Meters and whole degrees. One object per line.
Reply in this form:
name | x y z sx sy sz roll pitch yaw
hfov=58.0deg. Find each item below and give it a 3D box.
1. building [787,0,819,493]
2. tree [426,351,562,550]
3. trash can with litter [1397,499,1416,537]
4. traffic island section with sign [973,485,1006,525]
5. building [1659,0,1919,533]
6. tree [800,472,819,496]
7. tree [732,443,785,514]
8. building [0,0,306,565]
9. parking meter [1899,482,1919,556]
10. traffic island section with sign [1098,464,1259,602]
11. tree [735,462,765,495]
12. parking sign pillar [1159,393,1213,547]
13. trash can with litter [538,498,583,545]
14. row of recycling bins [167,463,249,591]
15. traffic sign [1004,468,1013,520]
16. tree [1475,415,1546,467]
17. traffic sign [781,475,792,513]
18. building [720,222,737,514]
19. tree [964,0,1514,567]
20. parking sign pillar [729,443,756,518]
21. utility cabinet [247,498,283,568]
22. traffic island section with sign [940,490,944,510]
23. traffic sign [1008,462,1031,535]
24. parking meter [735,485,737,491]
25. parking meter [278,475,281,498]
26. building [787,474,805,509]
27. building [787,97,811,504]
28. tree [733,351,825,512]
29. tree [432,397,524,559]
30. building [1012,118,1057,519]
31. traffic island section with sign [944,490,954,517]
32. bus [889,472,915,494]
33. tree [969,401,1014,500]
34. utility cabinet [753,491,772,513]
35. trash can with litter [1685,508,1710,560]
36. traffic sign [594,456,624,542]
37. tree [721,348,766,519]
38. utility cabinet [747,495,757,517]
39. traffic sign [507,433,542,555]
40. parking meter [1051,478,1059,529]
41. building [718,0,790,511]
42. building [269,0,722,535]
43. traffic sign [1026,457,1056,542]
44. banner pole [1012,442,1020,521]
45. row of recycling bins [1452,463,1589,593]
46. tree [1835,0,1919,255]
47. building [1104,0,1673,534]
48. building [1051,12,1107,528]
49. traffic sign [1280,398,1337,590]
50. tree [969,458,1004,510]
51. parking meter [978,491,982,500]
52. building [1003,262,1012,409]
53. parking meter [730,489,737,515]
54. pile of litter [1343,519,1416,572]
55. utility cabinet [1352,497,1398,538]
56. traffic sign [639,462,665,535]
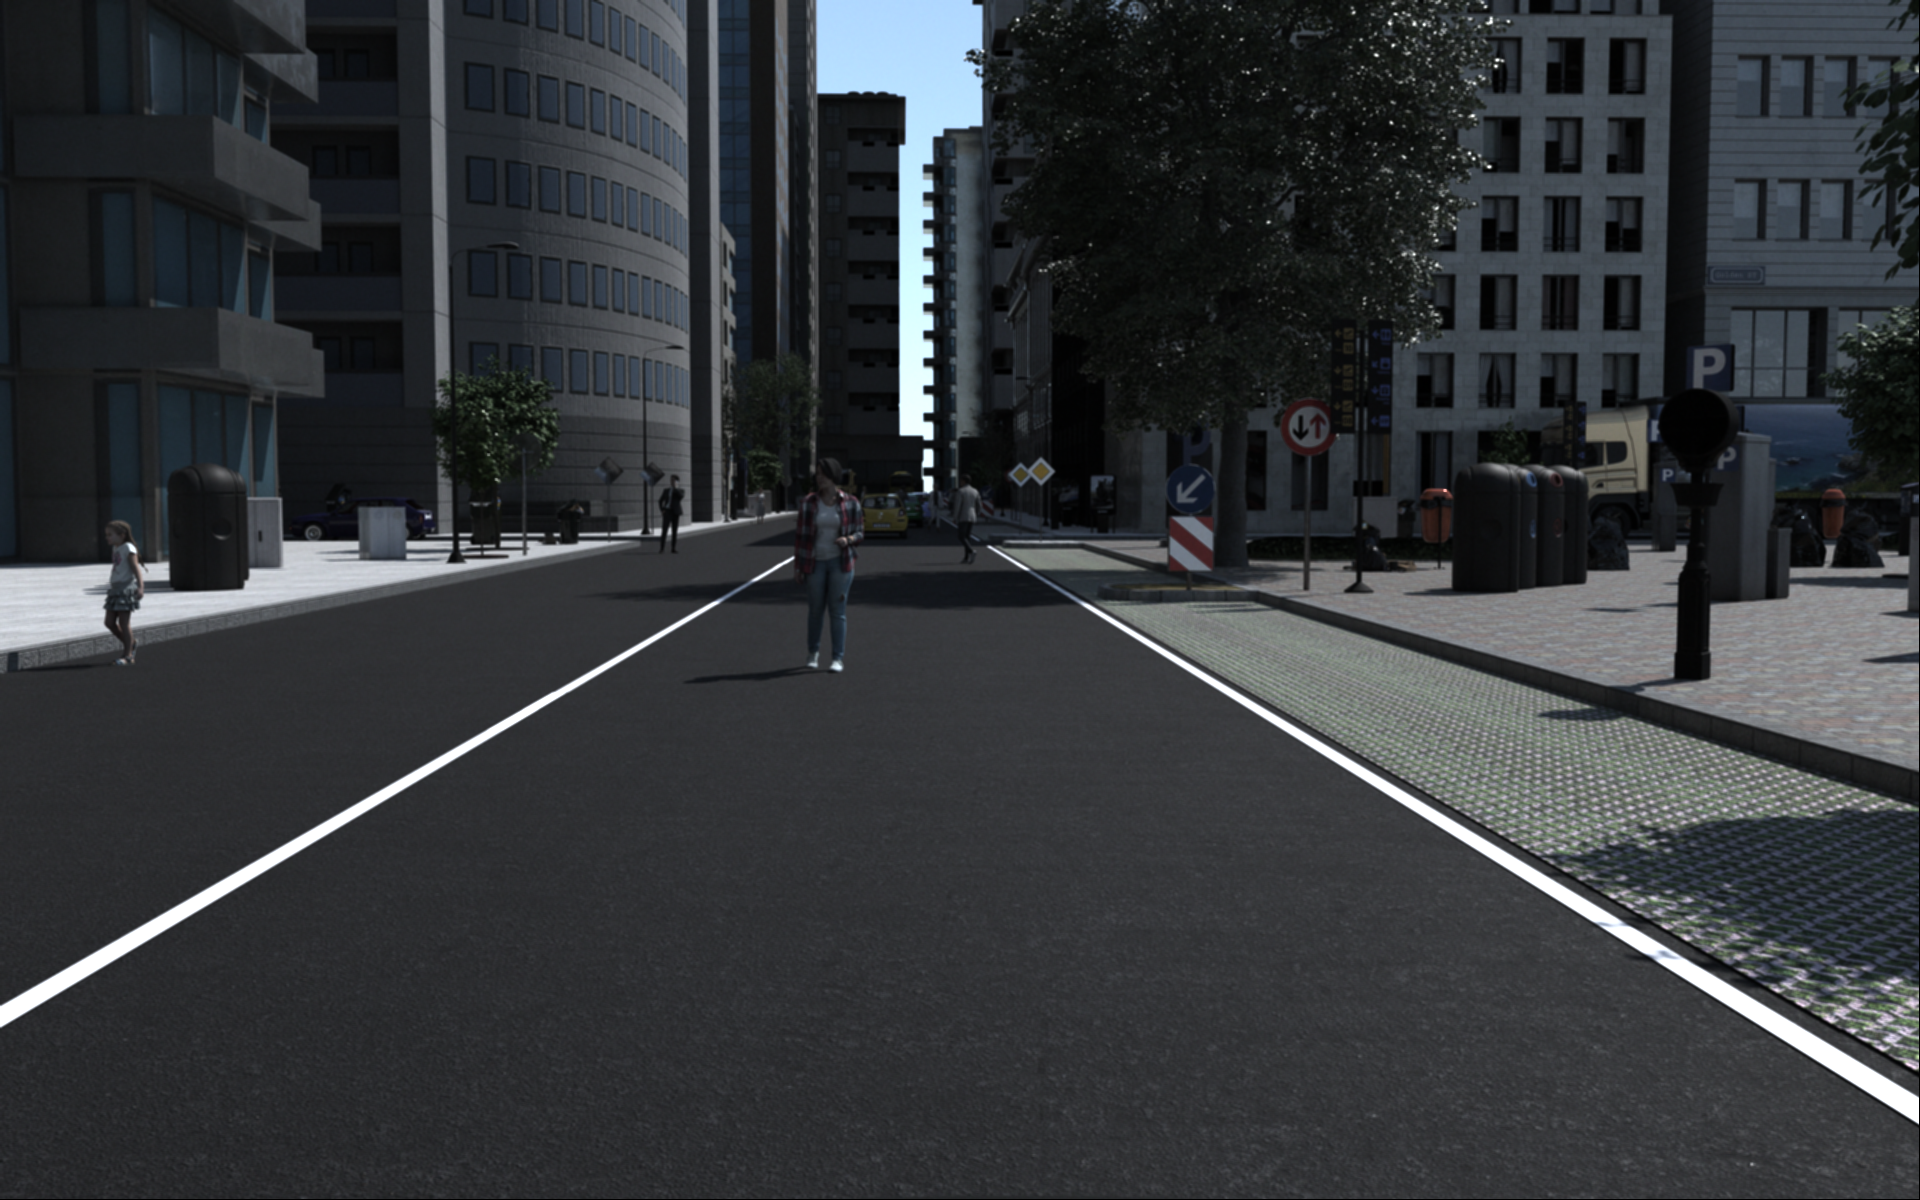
building | -26.560 -46.144 192.709 20.611 71.187 20.563 0 4 -2
tree | -10.689 -3.444 40.016 4.285 4.588 4.351 0 3 0
trash can with litter | 10.858 -1.945 43.193 0.624 1.170 1.055 -2 4 -28
traffic island section with sign | 1.092 -4.357 79.869 1.989 1.847 2.006 0 4 -2
building | 38.441 -17.335 60.925 29.804 29.767 11.434 0 4 -2
tree | -13.142 -9.555 150.830 1.663 3.219 1.824 0 3 0
tree | -12.916 -7.789 111.070 4.285 4.588 4.351 0 3 0
building | -28.848 -25.125 30.395 30.456 49.044 23.786 0 4 -2
parking meter | 19.832 -1.697 36.161 0.372 1.533 0.369 0 3 0
traffic island section with sign | 2.935 -0.928 23.807 1.989 1.847 2.006 0 4 -2
tree | -12.344 -6.578 102.153 1.663 3.219 1.824 0 3 0
parking sign pillar | 5.583 -3.279 42.085 1.447 3.967 1.447 -3 5 -45
trash can with litter | -10.172 -2.002 44.122 1.055 1.170 0.624 -2 4 -33
row of recycling bins | -10.599 -1.059 24.431 1.069 1.692 3.534 -1 4 -21
traffic sign | 2.570 -5.229 85.597 0.768 2.556 0.104 0 4 -2
tree | 13.385 -2.893 41.895 1.663 3.219 1.824 0 3 0
traffic sign | -11.772 -7.185 117.576 0.768 2.556 0.104 0 4 -1
building | -28.734 -15.842 104.055 27.650 21.520 28.899 0 4 -2
tree | 4.796 -7.573 30.481 9.857 13.997 8.962 0 3 0
parking sign pillar | -11.649 -6.372 92.662 1.447 3.967 1.447 0 4 1
utility cabinet | -12.331 -1.157 30.086 1.020 1.237 0.306 -1 4 -10
traffic island section with sign | -2.299 -10.676 183.178 1.989 1.847 2.006 0 4 -2
traffic sign | 1.900 -3.101 54.346 0.795 2.450 0.064 0 4 -2
parking meter | -13.728 -6.160 106.421 0.399 1.863 0.255 1 4 13
parking meter | -17.712 -2.380 44.629 0.399 1.863 0.255 -1 4 -12
building | -30.338 -28.290 154.422 32.217 40.220 23.993 0 4 -2
building | -22.436 -29.978 173.740 14.154 41.232 14.086 0 4 -2
tree | -13.300 -12.164 124.642 9.928 11.665 9.643 0 3 0
tree | -9.727 -2.450 34.665 1.663 3.219 1.824 0 3 0
building | 10.360 -15.387 93.376 13.314 21.916 24.055 0 4 -2
traffic island section with sign | 0.201 -6.020 107.062 1.989 1.847 2.006 0 4 -2
bus | -6.422 -12.206 191.114 2.896 3.916 12.252 0 4 -1
tree | 2.486 -11.336 135.702 4.360 8.622 3.978 0 3 0
utility cabinet | -13.091 -6.490 114.796 1.173 1.500 0.318 -2 4 -26
trash can with litter | 10.914 -0.856 25.382 0.624 1.170 1.055 1 4 18
traffic sign | -9.326 -2.591 46.009 0.795 2.450 0.064 0 4 -2
tree | -11.874 -8.396 87.629 4.360 8.622 3.978 0 3 0
utility cabinet | -12.056 -5.351 98.647 1.020 1.237 0.306 -3 5 -41
traffic sign | -9.120 -2.209 36.227 0.768 2.556 0.104 0 3 0
parking meter | 3.448 -3.495 62.855 0.255 1.863 0.399 1 4 12
building | -20.762 -29.674 135.286 14.600 45.320 14.200 0 4 -2
building | -21.394 -32.089 66.659 21.231 58.520 28.212 0 4 -2
traffic sign | 2.162 -2.613 46.365 0.795 2.450 0.064 0 4 -2
banner pole | 2.633 -5.724 83.612 0.401 3.779 0.863 1 4 18
row of recycling bins | 7.729 -1.028 23.915 1.069 1.692 3.534 3 4 38
tree | 5.666 -1.456 7.518 4.285 4.588 4.351 0 3 0
building | 14.045 -12.567 60.224 16.860 20.320 10.420 0 4 -2
building | 10.717 -14.908 73.424 12.332 23.373 15.834 0 4 -2
traffic sign | 4.624 -1.402 23.032 0.768 2.556 0.104 0 4 0
tree | 2.169 -9.752 143.154 4.285 4.588 4.351 0 3 0
parking meter | 1.399 -7.108 124.618 0.372 1.533 0.369 0 3 0
building | 10.276 -16.888 117.915 13.314 21.916 24.055 0 4 -2
parking meter | -12.529 -5.340 95.719 0.372 1.533 0.369 0 3 0
pile of litter | 7.085 -0.931 29.195 1.176 0.858 1.719 0 4 6
utility cabinet | 9.637 -1.778 40.225 1.020 1.237 0.306 1 4 14
traffic sign | -9.589 -3.079 53.990 0.795 2.450 0.064 0 4 -2
